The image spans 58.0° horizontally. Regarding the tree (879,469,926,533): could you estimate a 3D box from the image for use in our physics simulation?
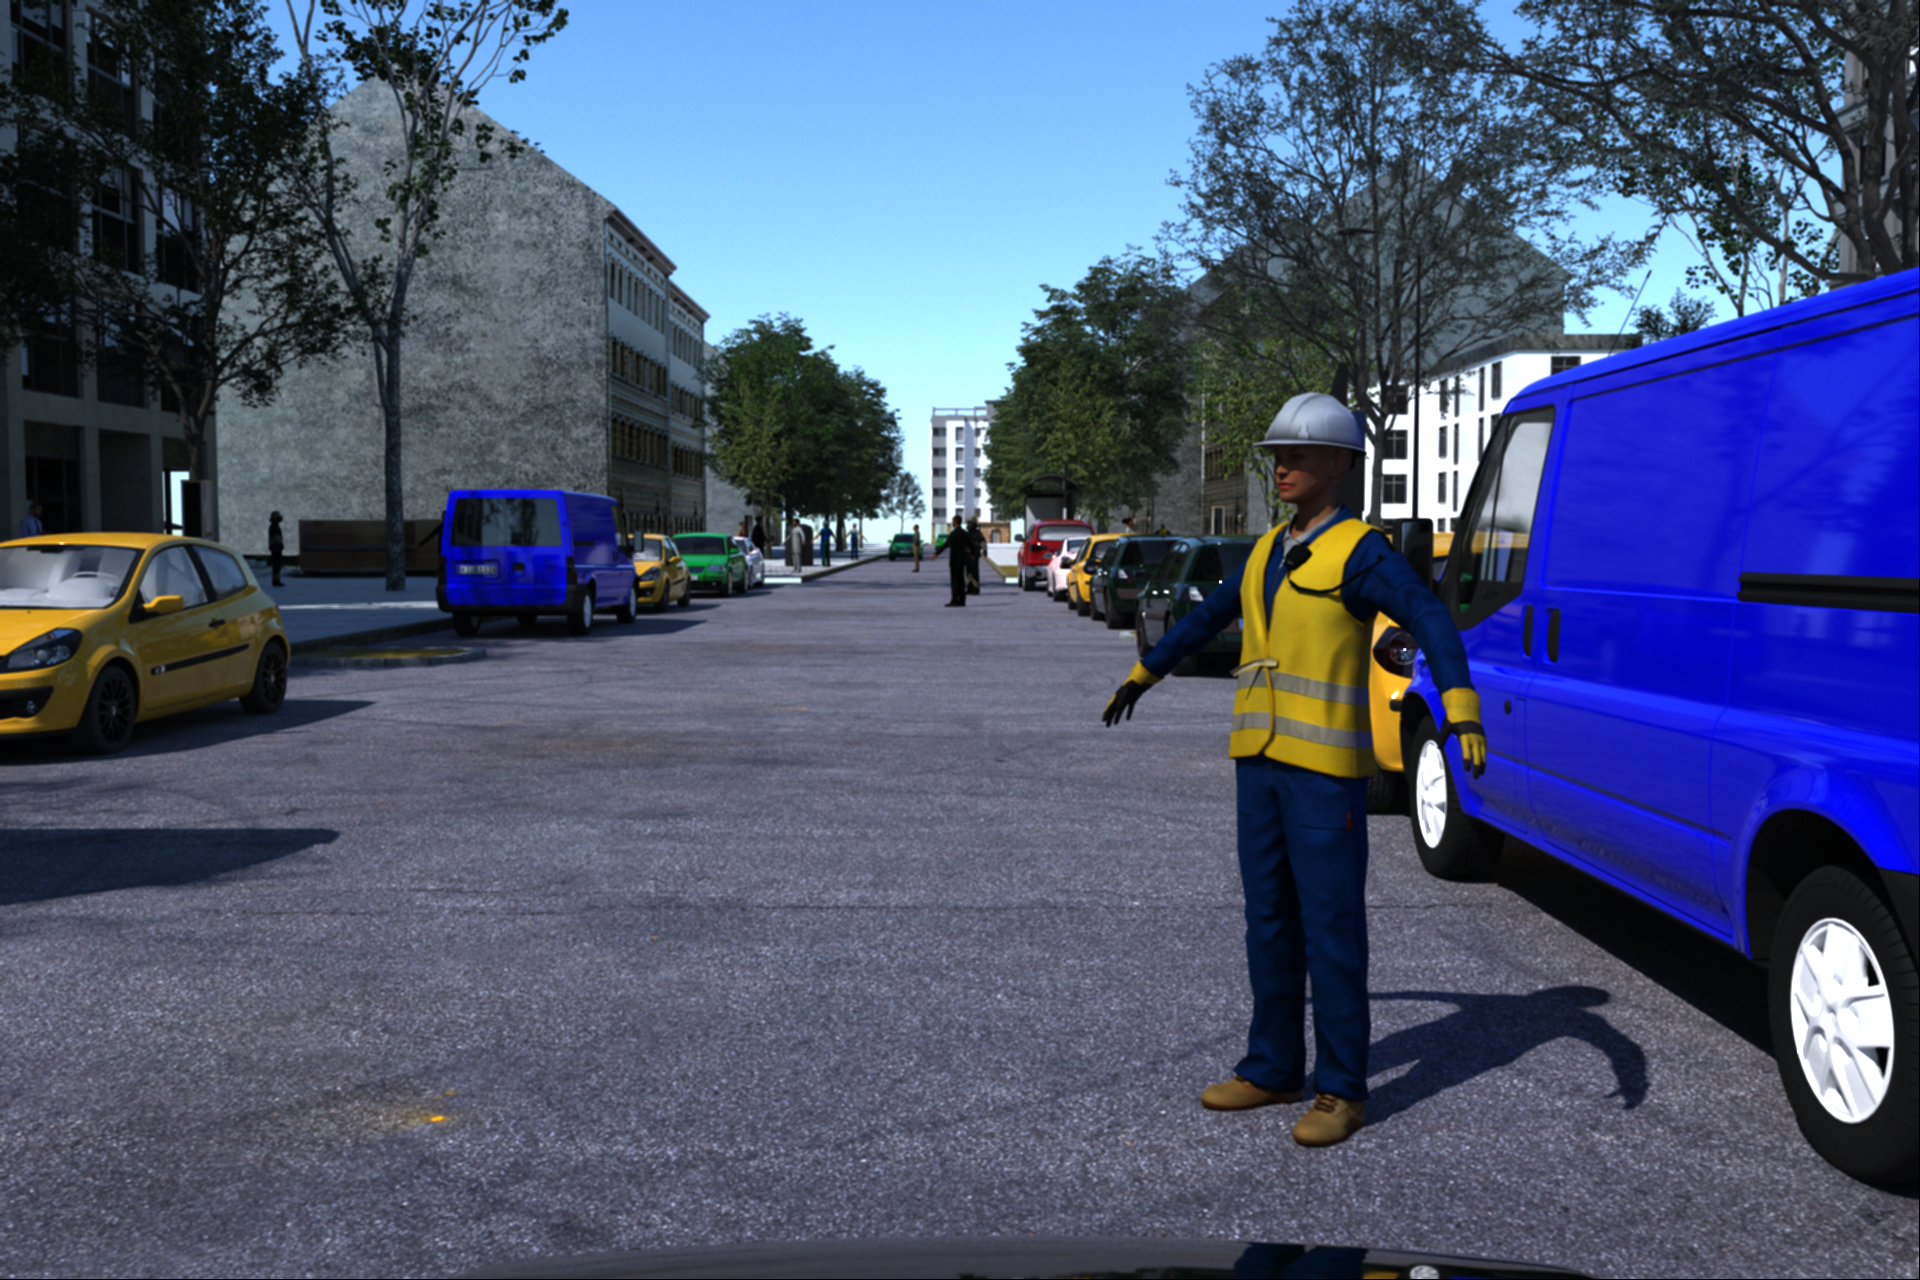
[{"bbox_3d":[-8.120,-19.210,248.500,7.601,10.594,8.767,0,4,1],"label":"tree"}]

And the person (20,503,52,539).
[{"bbox_3d":[-16.628,-1.554,31.326,0.599,1.838,0.709,0,4,5],"label":"person"}]

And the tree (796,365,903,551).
[{"bbox_3d":[-8.882,-13.594,128.909,9.857,13.997,8.962,0,3,0],"label":"tree"}]

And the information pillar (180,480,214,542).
[{"bbox_3d":[-10.377,-1.169,23.599,0.304,2.012,0.304,0,3,0],"label":"information pillar"}]

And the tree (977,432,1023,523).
[{"bbox_3d":[6.413,-15.180,154.848,9.857,13.997,8.962,0,3,0],"label":"tree"}]

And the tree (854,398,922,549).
[{"bbox_3d":[-8.892,-14.867,153.437,12.009,13.543,11.850,0,3,0],"label":"tree"}]

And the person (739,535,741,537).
[{"bbox_3d":[-9.213,-3.862,72.405,0.991,1.433,0.599,1,4,12],"label":"person"}]

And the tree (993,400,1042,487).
[{"bbox_3d":[5.968,-11.637,116.013,9.928,11.665,9.643,0,3,0],"label":"tree"}]

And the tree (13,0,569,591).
[{"bbox_3d":[-14.143,-11.223,39.394,12.611,20.169,13.585,0,3,0],"label":"tree"}]

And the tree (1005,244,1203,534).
[{"bbox_3d":[6.367,-10.459,77.664,9.857,13.997,8.962,0,3,0],"label":"tree"}]

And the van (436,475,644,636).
[{"bbox_3d":[-6.182,-1.330,26.125,2.240,2.365,5.245,0,3,0],"label":"van"}]

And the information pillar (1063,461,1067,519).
[{"bbox_3d":[3.356,-3.925,55.527,0.183,3.616,0.504,0,4,0],"label":"information pillar"}]

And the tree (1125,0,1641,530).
[{"bbox_3d":[8.800,-7.705,36.347,12.009,13.543,11.850,0,3,0],"label":"tree"}]

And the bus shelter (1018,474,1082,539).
[{"bbox_3d":[3.132,-4.111,61.139,2.014,3.302,5.546,0,4,0],"label":"bus shelter"}]

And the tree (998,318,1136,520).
[{"bbox_3d":[5.576,-10.615,91.681,7.486,12.596,7.792,0,3,0],"label":"tree"}]

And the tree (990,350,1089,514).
[{"bbox_3d":[5.485,-11.383,104.234,7.486,12.596,7.792,0,3,0],"label":"tree"}]

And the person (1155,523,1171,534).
[{"bbox_3d":[9.686,-4.692,82.686,1.349,1.833,0.705,1,4,9],"label":"person"}]

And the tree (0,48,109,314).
[{"bbox_3d":[-12.227,-5.046,16.912,8.767,10.594,7.601,3,5,44],"label":"tree"}]

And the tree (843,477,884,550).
[{"bbox_3d":[-9.607,-12.626,140.850,7.601,10.594,8.767,2,4,26],"label":"tree"}]

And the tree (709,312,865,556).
[{"bbox_3d":[-9.694,-11.766,99.036,9.857,13.997,8.962,0,3,0],"label":"tree"}]

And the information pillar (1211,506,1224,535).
[{"bbox_3d":[6.804,-2.525,45.774,0.304,2.012,0.304,0,3,0],"label":"information pillar"}]

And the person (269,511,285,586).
[{"bbox_3d":[-16.770,-2.245,42.571,0.704,1.845,1.351,-2,4,-23],"label":"person"}]

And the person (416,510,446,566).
[{"bbox_3d":[-11.766,-2.053,39.630,1.348,1.821,0.705,1,4,9],"label":"person"}]

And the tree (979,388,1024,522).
[{"bbox_3d":[6.176,-14.480,143.395,9.857,13.997,8.962,0,3,0],"label":"tree"}]

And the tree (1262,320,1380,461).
[{"bbox_3d":[12.193,-6.567,57.739,4.737,8.622,4.395,0,3,0],"label":"tree"}]

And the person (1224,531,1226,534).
[{"bbox_3d":[13.454,-5.133,89.694,0.705,1.858,1.354,2,4,27],"label":"person"}]

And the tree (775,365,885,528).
[{"bbox_3d":[-8.827,-12.068,115.440,7.486,12.596,7.792,0,3,0],"label":"tree"}]

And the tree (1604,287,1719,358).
[{"bbox_3d":[27.349,-7.968,64.691,8.767,10.594,7.601,1,4,13],"label":"tree"}]

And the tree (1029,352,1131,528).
[{"bbox_3d":[4.748,-7.289,69.542,4.737,8.622,4.395,0,3,0],"label":"tree"}]

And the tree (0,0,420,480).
[{"bbox_3d":[-12.892,-5.754,28.491,8.767,10.594,7.601,1,4,13],"label":"tree"}]

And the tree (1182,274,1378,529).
[{"bbox_3d":[12.539,-8.686,67.777,9.928,11.665,9.643,0,3,0],"label":"tree"}]

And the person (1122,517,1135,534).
[{"bbox_3d":[4.755,-2.504,47.709,0.721,1.739,1.217,1,4,8],"label":"person"}]

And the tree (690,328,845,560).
[{"bbox_3d":[-9.618,-9.852,86.832,9.928,11.665,9.643,0,3,0],"label":"tree"}]

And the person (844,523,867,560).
[{"bbox_3d":[-5.218,-4.897,85.927,1.347,1.847,0.705,2,4,29],"label":"person"}]

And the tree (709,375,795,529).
[{"bbox_3d":[-9.348,-7.888,79.323,4.737,8.622,4.395,0,3,0],"label":"tree"}]

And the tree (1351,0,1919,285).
[{"bbox_3d":[9.044,-6.488,16.455,12.009,13.543,11.850,0,3,0],"label":"tree"}]

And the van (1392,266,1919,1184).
[{"bbox_3d":[2.886,-0.067,5.477,2.240,2.365,5.245,0,4,-1],"label":"van"}]

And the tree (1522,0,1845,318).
[{"bbox_3d":[23.934,-12.075,53.316,12.611,20.169,13.585,0,3,0],"label":"tree"}]

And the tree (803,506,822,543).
[{"bbox_3d":[-19.753,-17.911,243.205,4.360,8.622,3.978,0,3,0],"label":"tree"}]

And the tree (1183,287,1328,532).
[{"bbox_3d":[8.773,-6.080,49.770,4.737,8.622,4.395,0,3,0],"label":"tree"}]
